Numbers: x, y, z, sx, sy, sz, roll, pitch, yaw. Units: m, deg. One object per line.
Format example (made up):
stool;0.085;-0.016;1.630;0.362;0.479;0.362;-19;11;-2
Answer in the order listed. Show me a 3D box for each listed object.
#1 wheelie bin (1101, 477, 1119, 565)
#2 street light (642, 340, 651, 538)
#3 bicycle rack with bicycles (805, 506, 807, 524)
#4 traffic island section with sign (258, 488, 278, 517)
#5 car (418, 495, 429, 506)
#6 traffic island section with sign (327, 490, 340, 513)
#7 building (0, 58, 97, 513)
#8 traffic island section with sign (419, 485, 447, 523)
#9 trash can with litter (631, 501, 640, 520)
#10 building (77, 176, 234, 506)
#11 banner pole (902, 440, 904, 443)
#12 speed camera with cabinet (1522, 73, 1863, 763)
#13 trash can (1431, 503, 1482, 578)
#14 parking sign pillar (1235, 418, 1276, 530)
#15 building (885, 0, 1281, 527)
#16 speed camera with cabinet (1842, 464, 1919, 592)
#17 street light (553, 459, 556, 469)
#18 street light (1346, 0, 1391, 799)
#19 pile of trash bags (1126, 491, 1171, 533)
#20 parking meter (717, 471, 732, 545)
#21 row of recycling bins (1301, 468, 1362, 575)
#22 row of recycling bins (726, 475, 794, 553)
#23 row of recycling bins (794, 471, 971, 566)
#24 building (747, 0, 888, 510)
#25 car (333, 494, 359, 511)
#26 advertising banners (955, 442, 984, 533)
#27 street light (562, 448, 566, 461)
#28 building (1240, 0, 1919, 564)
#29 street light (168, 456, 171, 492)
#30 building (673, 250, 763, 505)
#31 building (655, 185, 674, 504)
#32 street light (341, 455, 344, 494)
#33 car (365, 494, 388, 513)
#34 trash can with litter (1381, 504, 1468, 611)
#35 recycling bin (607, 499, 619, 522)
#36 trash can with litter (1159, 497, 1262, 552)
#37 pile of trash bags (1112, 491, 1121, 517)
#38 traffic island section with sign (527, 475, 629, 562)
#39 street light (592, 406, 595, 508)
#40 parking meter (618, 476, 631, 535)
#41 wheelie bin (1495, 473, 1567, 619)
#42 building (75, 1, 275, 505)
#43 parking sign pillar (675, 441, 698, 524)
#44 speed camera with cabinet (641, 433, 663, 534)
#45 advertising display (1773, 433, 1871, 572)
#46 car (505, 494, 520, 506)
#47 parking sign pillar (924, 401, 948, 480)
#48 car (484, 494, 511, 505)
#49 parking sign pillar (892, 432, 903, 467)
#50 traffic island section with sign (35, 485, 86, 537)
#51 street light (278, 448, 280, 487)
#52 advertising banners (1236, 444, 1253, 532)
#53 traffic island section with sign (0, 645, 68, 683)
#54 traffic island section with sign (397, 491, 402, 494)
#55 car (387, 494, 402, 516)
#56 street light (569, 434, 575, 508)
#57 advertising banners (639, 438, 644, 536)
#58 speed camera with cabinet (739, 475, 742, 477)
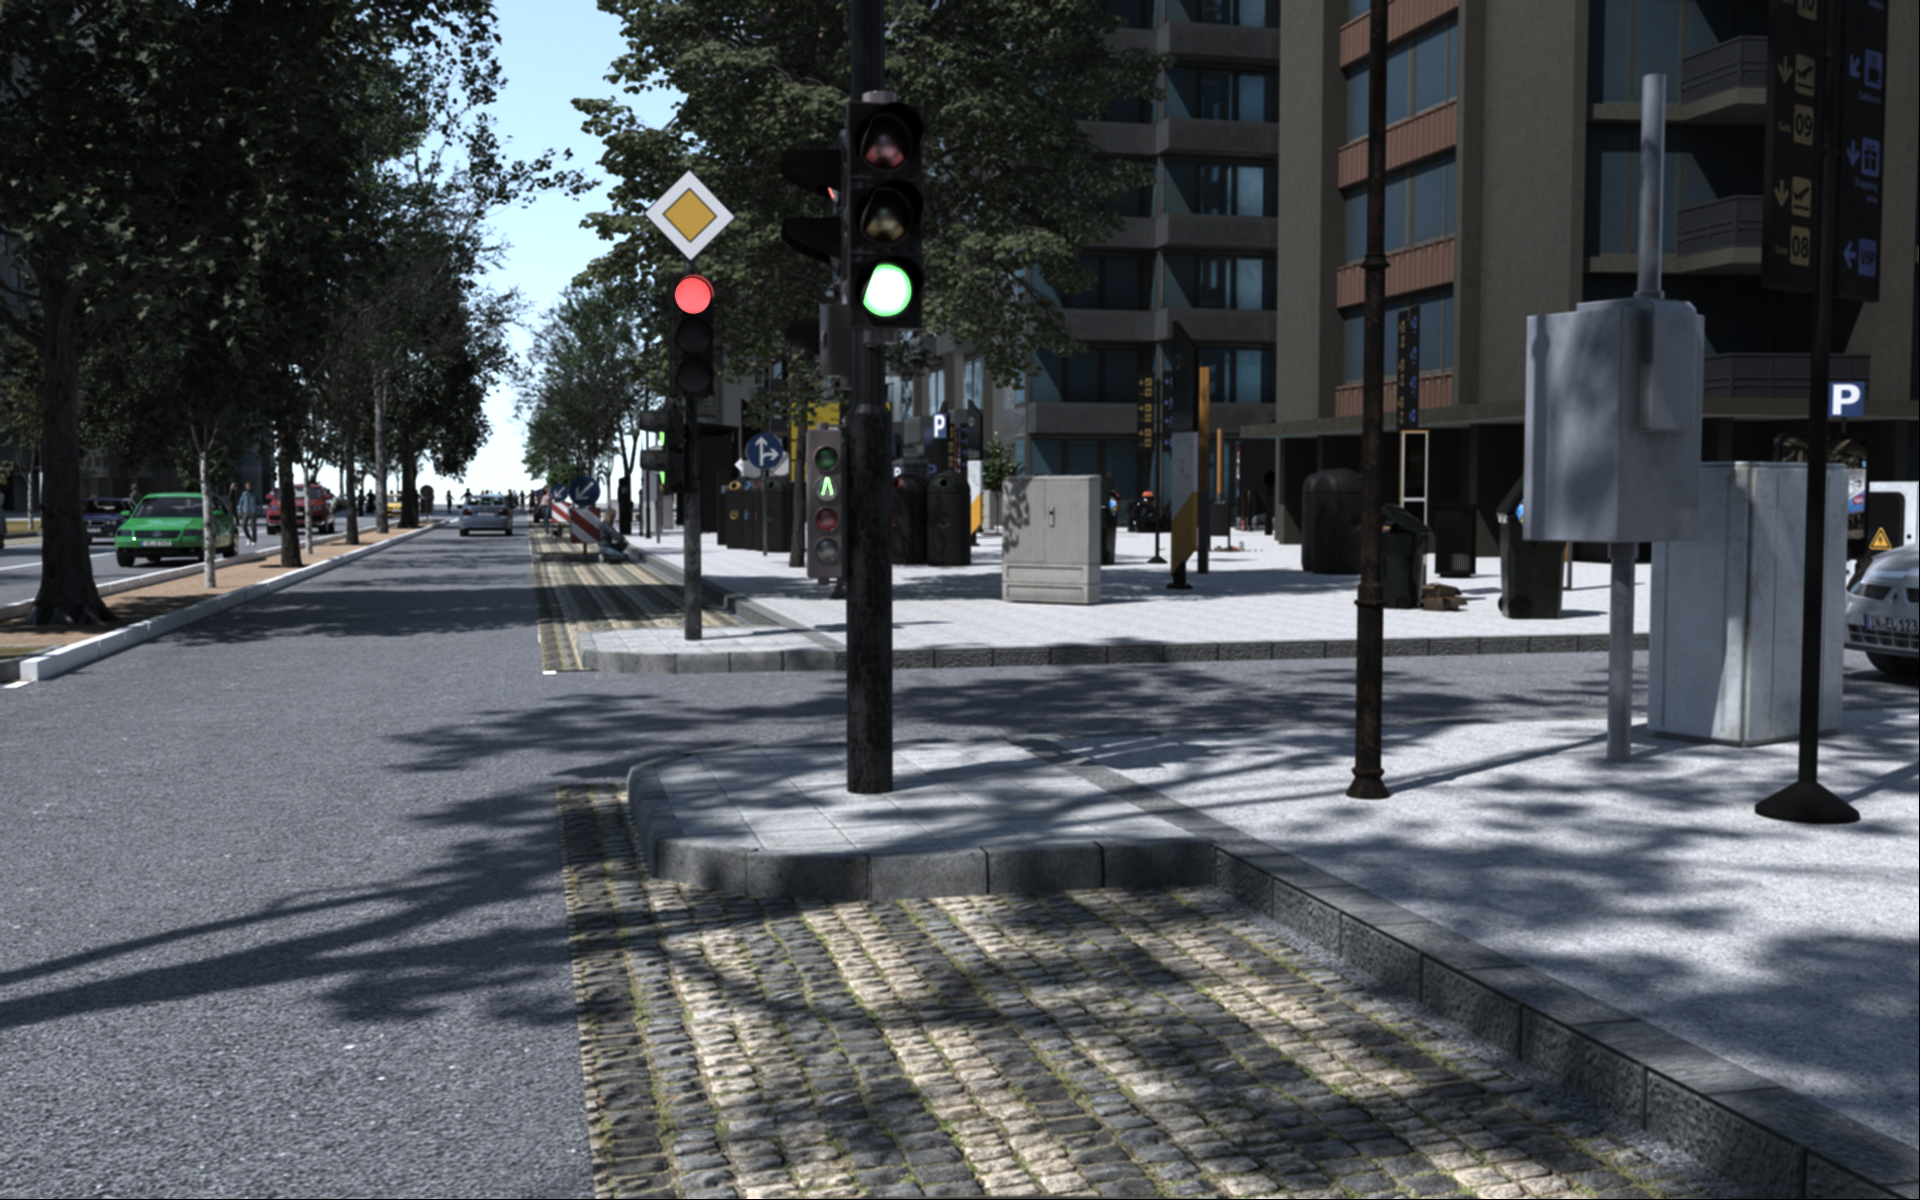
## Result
wheelie bin;2.462;-1.444;31.513;0.980;1.594;0.693;2;4;26
street light;-9.030;-4.723;50.006;0.468;5.910;1.993;-1;4;-14
bicycle rack with bicycles;-6.080;-3.696;73.809;2.852;0.926;2.925;-3;4;-39
traffic island section with sign;-42.481;-6.060;107.705;1.989;1.847;2.006;-1;4;-14
car;-58.789;-10.830;189.432;2.083;1.381;4.827;-1;4;-13
traffic island section with sign;-49.064;-7.661;133.881;1.989;1.847;2.006;-1;4;-14
building;-78.183;-32.448;119.760;28.713;52.752;27.495;-1;4;-14
traffic island section with sign;-26.599;-4.781;86.305;2.006;1.907;1.989;-1;4;-14
trash can with litter;-16.052;-4.503;85.006;1.055;1.170;0.624;0;4;-5
building;-95.003;-29.989;182.209;32.217;40.220;23.993;-1;4;-14
banner pole;-2.709;-4.945;70.870;0.863;3.779;0.401;0;4;-6
speed camera with cabinet;3.739;-0.886;8.826;2.038;3.252;0.660;-2;4;-35
trash can;7.618;-0.915;26.614;0.748;1.137;0.748;0;3;0
parking sign pillar;10.572;-4.487;61.833;1.447;3.967;1.447;0;4;-1
building;8.599;-28.100;79.041;23.786;49.044;30.456;-1;4;-14
speed camera with cabinet;12.853;-1.741;22.799;0.660;3.252;2.038;-2;4;-30
street light;-47.967;-14.196;204.894;0.468;5.910;1.993;-1;4;-14
street light;1.733;-2.104;7.182;0.468;5.910;1.993;-1;4;-14
pile of trash bags;6.584;-2.999;58.792;1.912;1.369;3.447;0;4;-4
parking meter;-5.920;-2.321;43.661;0.399;1.863;0.255;-1;4;-11
row of recycling bins;6.265;-1.353;29.229;1.069;1.692;3.534;0;4;7
row of recycling bins;-4.429;-1.984;39.547;1.069;1.692;3.534;-2;4;-26
row of recycling bins;-1.302;-1.515;31.881;3.534;1.692;1.069;2;4;34
building;-5.487;-29.673;139.784;22.147;44.769;28.867;-1;4;-14
car;-52.360;-8.418;147.864;2.015;1.641;3.980;-1;4;-13
advertising banners;0.274;-3.775;57.914;0.090;3.025;2.074;-2;4;-27
street light;-37.171;-11.601;162.470;0.468;5.910;1.993;-1;4;-14
building;21.985;-23.738;42.736;28.867;44.769;22.147;-1;4;-14
street light;-38.902;-6.873;85.158;0.468;5.910;1.993;-1;4;-14
building;-28.378;-26.981;212.834;14.160;30.474;14.107;-1;4;-14
building;-29.844;-35.498;235.013;22.147;44.769;28.867;-1;4;-14
street light;-59.115;-11.806;165.817;0.468;5.910;1.993;-1;4;-14
car;-45.017;-7.498;134.392;2.131;1.459;4.920;-1;4;-14
trash can with litter;5.165;-0.487;19.344;0.624;1.170;1.055;-3;5;-44
recycling bin;-16.138;-4.205;81.301;0.722;1.027;0.722;0;4;5
trash can with litter;5.570;-1.717;39.131;2.233;1.210;1.678;3;4;38
pile of trash bags;3.573;-2.898;57.140;3.447;1.369;1.912;0;4;6
traffic island section with sign;-8.169;-1.741;37.092;1.989;1.847;2.006;-1;4;-14
street light;-18.565;-7.035;87.807;0.468;5.910;1.993;-1;4;-14
parking meter;-10.601;-2.997;54.713;0.399;1.863;0.255;0;4;-6
wheelie bin;5.965;-0.618;18.014;0.693;1.594;0.980;0;4;8
building;-96.125;-40.748;208.231;21.231;58.520;28.212;-1;4;-14
parking sign pillar;-11.733;-5.324;75.519;1.447;3.967;1.447;1;4;10
speed camera with cabinet;-10.095;-3.822;56.827;0.660;3.252;2.038;0;4;-7
advertising display;9.123;-0.805;18.378;0.974;1.923;0.123;0;4;0
car;-54.024;-12.024;208.381;2.131;1.459;4.920;-1;4;-16
parking sign pillar;-0.691;-3.746;49.716;1.447;3.967;1.447;1;4;12
car;-29.045;-5.876;107.876;2.131;1.459;4.920;-1;4;-16
parking sign pillar;-2.196;-4.111;55.683;1.447;3.967;1.447;1;4;12
traffic island section with sign;-30.294;-3.093;59.205;1.989;1.847;2.006;-1;4;-14
street light;-48.343;-9.186;122.981;0.468;5.910;1.993;-1;4;-14
advertising banners;9.805;-3.890;59.792;0.090;3.025;2.074;0;4;-6
traffic island section with sign;-8.270;-0.324;13.428;2.006;1.907;1.989;-1;4;-14
traffic island section with sign;-69.317;-12.591;214.487;1.989;1.847;2.006;-1;4;-14
car;-32.962;-5.587;101.563;2.015;1.641;3.980;-1;4;-15
street light;-27.859;-9.286;124.614;0.468;5.910;1.993;-1;4;-14
advertising banners;-9.815;-3.497;53.370;0.090;3.025;2.074;0;4;-8
speed camera with cabinet;-10.839;-5.452;83.481;0.660;3.252;2.038;-2;4;-31
